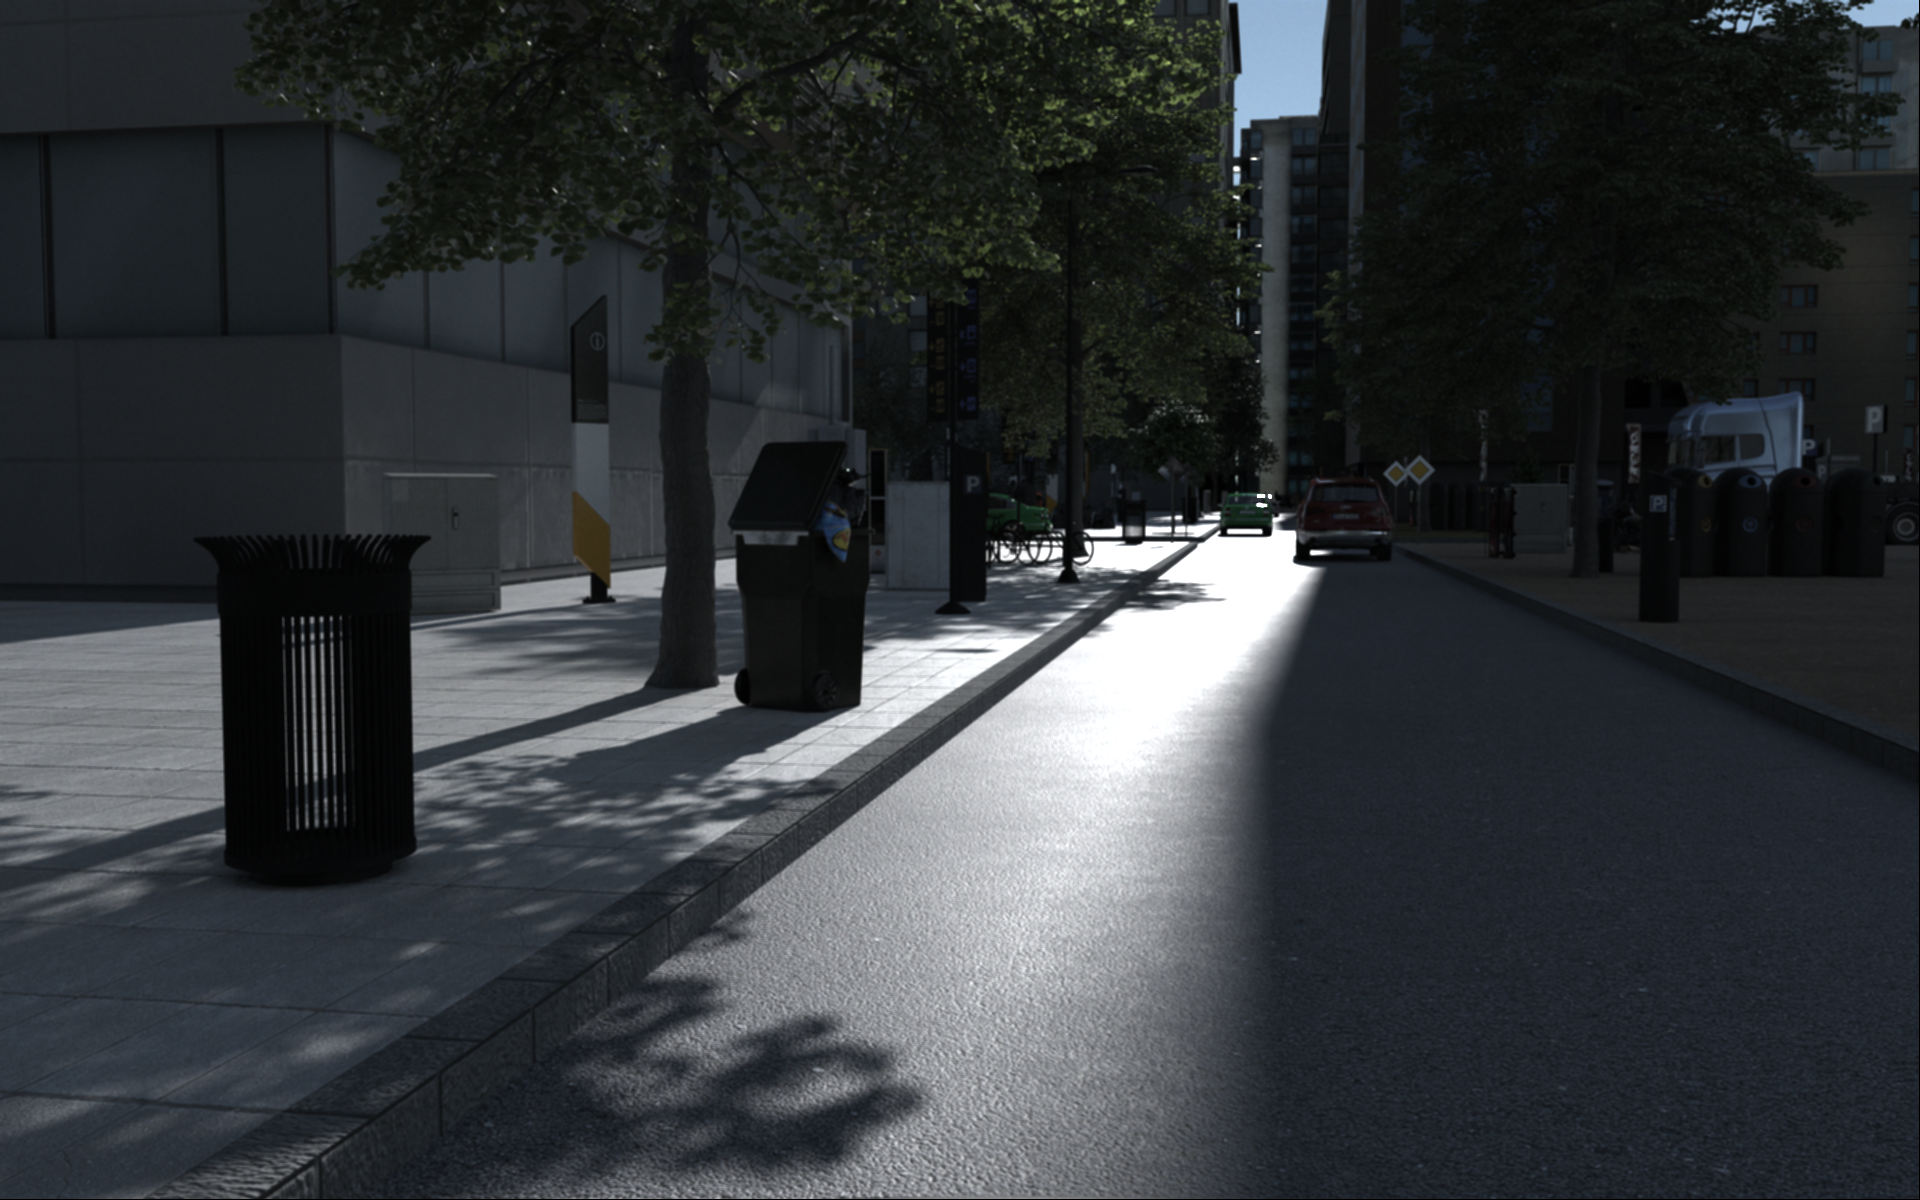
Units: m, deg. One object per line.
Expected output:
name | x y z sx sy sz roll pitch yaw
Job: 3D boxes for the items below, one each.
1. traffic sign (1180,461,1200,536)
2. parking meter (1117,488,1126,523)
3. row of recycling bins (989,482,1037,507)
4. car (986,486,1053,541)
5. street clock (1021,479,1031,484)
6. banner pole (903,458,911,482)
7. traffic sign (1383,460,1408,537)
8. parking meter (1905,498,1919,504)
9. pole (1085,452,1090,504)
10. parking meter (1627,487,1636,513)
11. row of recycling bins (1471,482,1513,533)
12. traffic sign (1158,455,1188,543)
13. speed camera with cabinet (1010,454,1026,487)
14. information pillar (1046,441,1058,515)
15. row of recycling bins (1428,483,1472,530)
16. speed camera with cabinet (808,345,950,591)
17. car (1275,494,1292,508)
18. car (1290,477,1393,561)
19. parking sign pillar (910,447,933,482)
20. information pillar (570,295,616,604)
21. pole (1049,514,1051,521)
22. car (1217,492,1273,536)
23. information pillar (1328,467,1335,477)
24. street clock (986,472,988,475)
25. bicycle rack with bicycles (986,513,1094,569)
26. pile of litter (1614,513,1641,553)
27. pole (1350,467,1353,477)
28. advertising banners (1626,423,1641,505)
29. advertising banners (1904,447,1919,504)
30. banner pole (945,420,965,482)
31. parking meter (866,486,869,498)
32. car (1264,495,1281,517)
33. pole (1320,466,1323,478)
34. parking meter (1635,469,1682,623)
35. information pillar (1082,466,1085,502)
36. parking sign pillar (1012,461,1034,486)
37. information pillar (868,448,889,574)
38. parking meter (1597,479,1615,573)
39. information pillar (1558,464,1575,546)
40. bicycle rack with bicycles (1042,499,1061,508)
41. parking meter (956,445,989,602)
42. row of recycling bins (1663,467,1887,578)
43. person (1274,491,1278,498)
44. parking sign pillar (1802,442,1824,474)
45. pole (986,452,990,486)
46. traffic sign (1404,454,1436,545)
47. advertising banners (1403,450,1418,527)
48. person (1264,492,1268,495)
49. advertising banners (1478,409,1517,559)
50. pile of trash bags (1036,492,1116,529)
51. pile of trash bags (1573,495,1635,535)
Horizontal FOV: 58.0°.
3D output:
traffic sign | 6.903 -3.004 52.762 0.795 2.450 0.064 1 4 10
parking meter | 7.286 -4.260 78.064 0.372 1.533 0.369 0 3 0
row of recycling bins | 0.927 -3.250 60.254 3.534 1.692 1.069 -1 4 -10
car | 0.306 -2.521 50.007 4.718 1.807 1.959 1 4 9
street clock | 3.123 -4.742 82.100 0.471 2.002 0.358 2 4 33
banner pole | -3.102 -7.121 106.452 0.863 3.779 0.401 0 4 -7
traffic sign | 12.999 -2.937 51.667 0.795 2.450 0.064 1 4 10
parking meter | 29.462 -2.764 53.606 0.372 1.533 0.369 0 3 0
pole | 6.227 -5.554 84.646 0.158 3.312 0.155 0 3 0
parking meter | 25.845 -3.561 66.639 0.372 1.533 0.369 0 3 0
row of recycling bins | 18.116 -3.127 58.243 1.069 1.692 3.534 0 4 8
traffic sign | 5.511 -2.523 44.899 0.795 2.450 0.064 1 4 10
speed camera with cabinet | 2.518 -5.670 87.047 0.660 3.252 2.038 -2 4 -31
information pillar | 3.845 -4.940 72.121 0.504 3.616 0.183 0 4 0
row of recycling bins | 18.097 -3.396 62.644 3.534 1.692 1.069 -3 4 -38
speed camera with cabinet | -0.977 -1.764 23.176 2.038 3.252 0.660 1 4 12
car | 32.716 -10.126 175.345 2.009 1.686 4.222 1 4 9
car | 8.578 -1.850 38.915 2.281 1.827 5.304 1 4 10
parking sign pillar | -2.225 -6.812 99.849 1.447 3.967 1.447 1 4 23
information pillar | -4.318 -1.770 20.297 0.183 3.616 0.504 3 5 41
pole | 3.876 -5.015 75.833 0.158 3.312 0.155 0 3 0
car | 10.059 -3.193 61.008 1.959 1.807 4.718 0 4 8
information pillar | 26.558 -8.096 123.720 0.504 3.616 0.183 1 4 21
street clock | 0.469 -2.481 45.137 0.471 2.002 0.358 -1 4 -11
bicycle rack with bicycles | 0.615 -1.093 31.257 2.852 0.926 2.925 -3 4 -39
pile of litter | 14.741 -1.458 37.796 1.719 0.858 1.176 2 4 30
pole | 27.170 -7.725 120.152 0.158 3.312 0.155 0 3 0
advertising banners | 17.318 -2.875 43.195 2.074 3.025 0.090 -2 4 -27
advertising banners | 35.391 -4.120 63.545 0.090 3.025 2.074 -1 4 -15
banner pole | -0.122 -4.172 58.237 0.863 3.779 0.401 0 4 2
parking meter | -6.635 -7.249 124.233 0.399 1.863 0.255 1 4 13
car | 18.920 -5.842 107.881 2.083 1.381 4.827 1 4 12
pole | 25.835 -7.948 123.796 0.158 3.312 0.155 0 3 0
parking meter | 7.039 -0.550 17.405 0.372 1.533 0.369 0 3 0
information pillar | 8.426 -7.677 116.872 0.504 3.616 0.183 1 4 12
parking sign pillar | 3.668 -6.882 100.995 1.447 3.967 1.447 -2 4 -33
information pillar | -1.309 -1.434 27.941 0.304 2.012 0.304 0 4 4
parking meter | 10.530 -1.223 28.403 0.372 1.533 0.369 0 3 0
information pillar | 14.887 -2.329 42.570 0.304 2.012 0.304 2 4 35
bicycle rack with bicycles | 5.815 -6.573 120.843 2.852 0.926 2.925 -2 4 -30
parking meter | 0.127 -0.916 20.684 0.399 1.863 0.255 -1 4 -18
row of recycling bins | 12.551 -1.215 26.971 3.534 1.692 1.069 0 4 -2
person | 33.694 -10.751 185.014 0.721 1.736 1.217 -1 4 -23
parking sign pillar | 44.197 -6.218 90.143 1.447 3.967 1.447 2 4 29
pole | 1.366 -5.505 83.853 0.158 3.312 0.155 0 3 0
traffic sign | 11.607 -2.456 43.803 0.795 2.450 0.064 1 4 10
advertising banners | 17.868 -4.417 68.405 0.090 3.025 2.074 0 4 -6
person | 31.559 -10.320 178.708 0.415 1.643 0.593 -3 5 -45
advertising banners | 10.836 -2.375 35.021 0.090 3.025 2.074 0 4 -3
pile of trash bags | 3.933 -3.301 63.720 3.447 1.369 1.912 -2 4 -32
pile of trash bags | 19.862 -2.691 53.758 1.912 1.369 3.447 3 4 37
